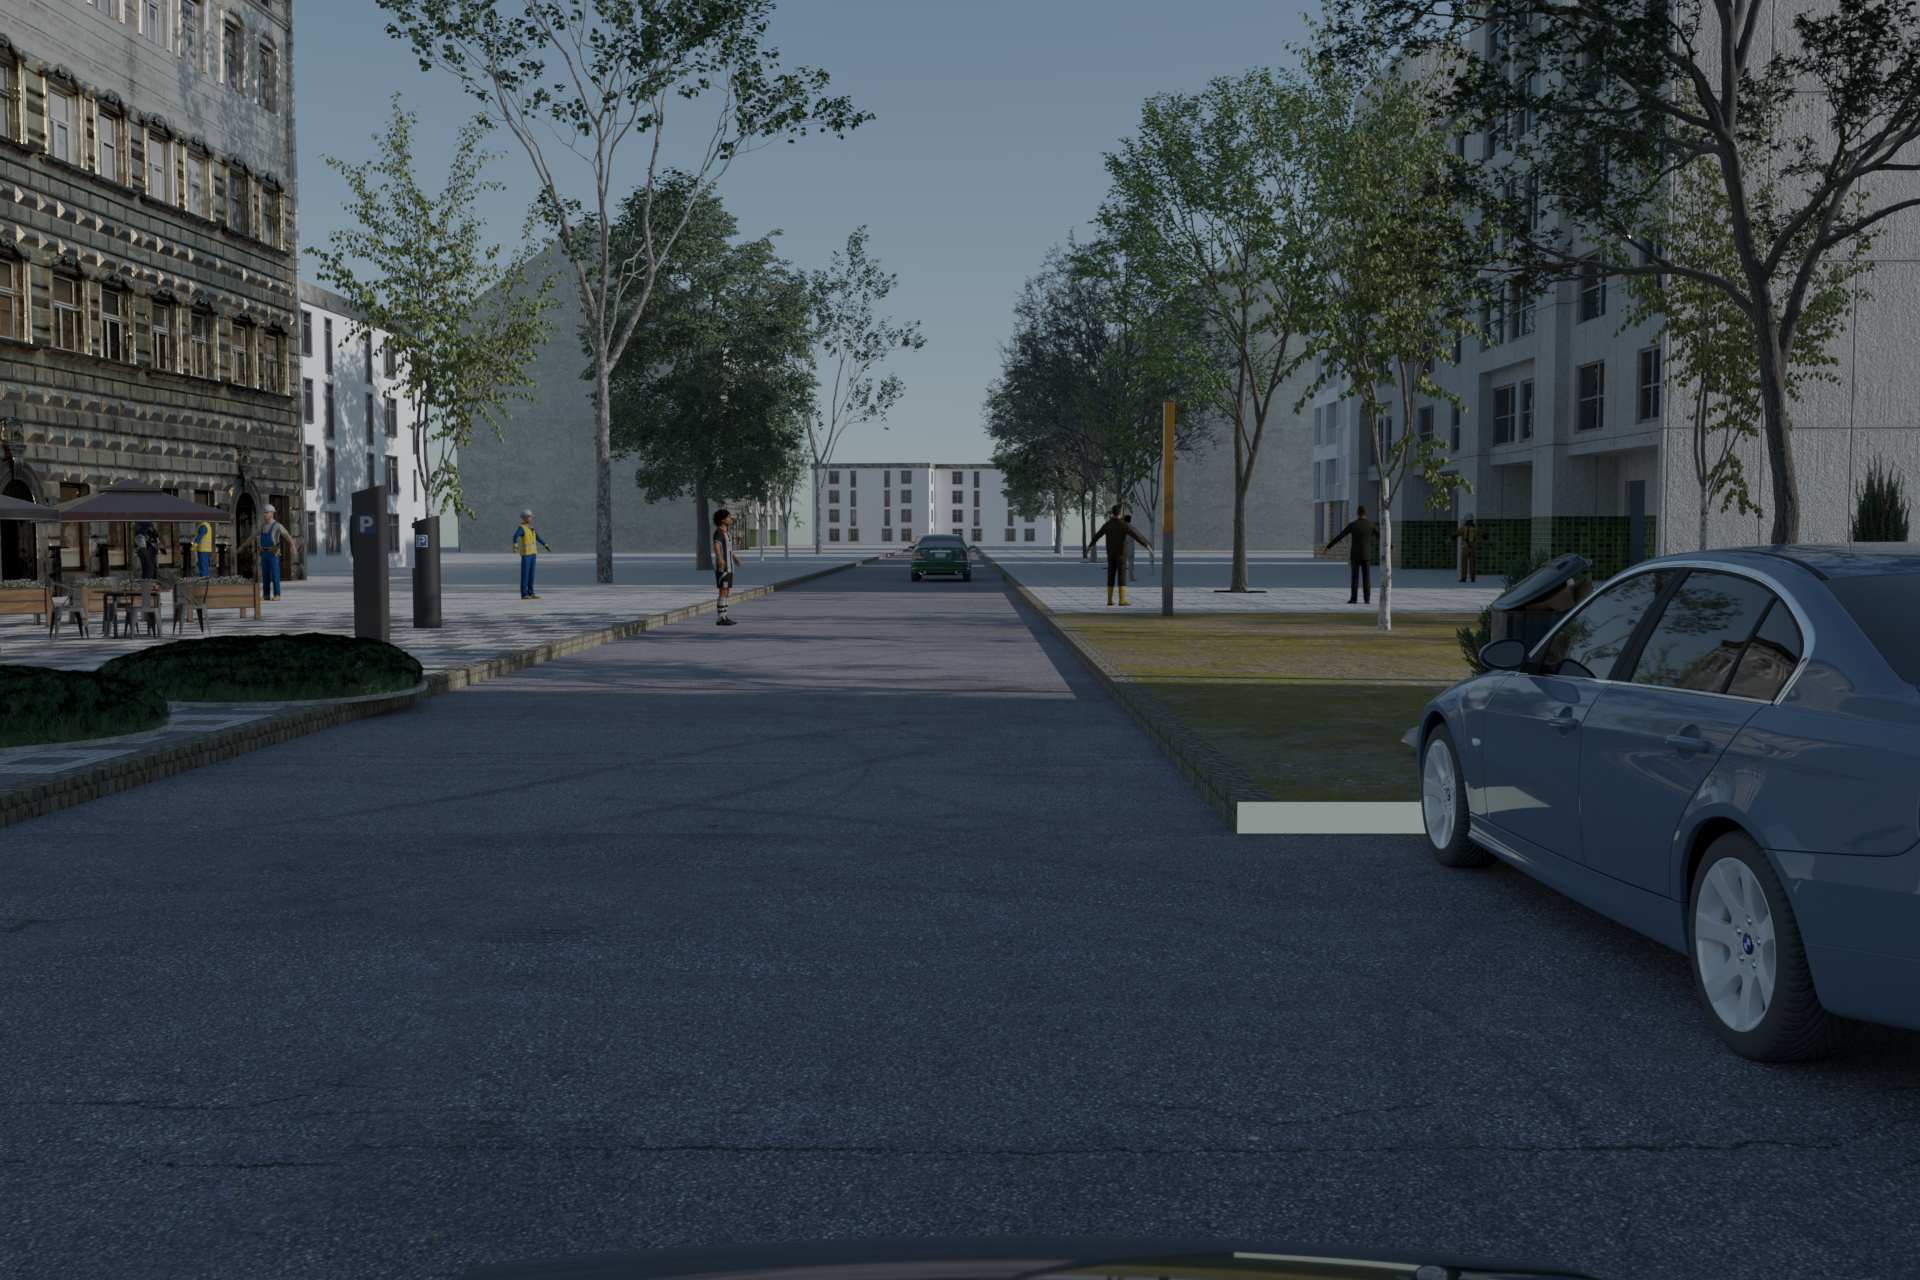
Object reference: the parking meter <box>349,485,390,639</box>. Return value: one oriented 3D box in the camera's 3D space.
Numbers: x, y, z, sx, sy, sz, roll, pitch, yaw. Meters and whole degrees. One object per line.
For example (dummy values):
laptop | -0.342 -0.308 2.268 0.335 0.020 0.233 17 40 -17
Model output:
parking meter | -7.066 -0.919 20.732 0.399 1.863 0.255 0 4 1

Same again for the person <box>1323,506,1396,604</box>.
person | 7.368 -1.569 31.875 1.346 1.802 0.704 0 4 -1

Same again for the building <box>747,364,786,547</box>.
building | -28.340 -19.170 179.891 16.747 18.905 31.486 0 4 1

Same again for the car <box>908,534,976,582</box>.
car | -0.563 -2.550 53.489 2.131 1.459 4.920 0 4 0

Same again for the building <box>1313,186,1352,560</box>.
building | 23.731 -14.278 89.872 16.016 20.090 11.380 0 3 0

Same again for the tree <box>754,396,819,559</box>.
tree | -8.717 -8.395 87.621 4.360 8.622 3.978 0 3 0

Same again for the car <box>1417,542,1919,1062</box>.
car | 2.957 0.367 6.005 2.014 1.417 4.499 0 4 -1

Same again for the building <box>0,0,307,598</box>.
building | -27.439 -12.685 38.332 19.493 23.208 18.063 0 4 1

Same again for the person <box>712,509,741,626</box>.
person | -3.681 -1.136 27.181 0.704 1.843 1.345 0 4 4

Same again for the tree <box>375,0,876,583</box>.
tree | -7.803 -11.532 44.434 12.611 20.169 13.585 0 3 0

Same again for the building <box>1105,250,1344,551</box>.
building | 21.990 -19.039 142.219 19.493 23.208 18.063 0 4 0

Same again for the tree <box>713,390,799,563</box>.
tree | -9.066 -7.801 77.910 4.737 8.622 4.395 0 3 0

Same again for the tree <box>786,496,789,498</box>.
tree | -21.409 -15.193 198.760 4.737 8.622 4.395 0 3 0

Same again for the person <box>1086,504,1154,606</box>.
person | 2.822 -1.521 31.000 1.346 1.812 0.704 2 4 33

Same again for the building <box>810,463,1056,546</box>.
building | -2.861 -15.882 204.269 28.070 9.664 9.099 1 4 9

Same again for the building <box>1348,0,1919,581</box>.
building | 24.454 -11.543 55.182 16.747 18.905 31.486 0 4 0

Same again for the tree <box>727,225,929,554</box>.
tree | -8.326 -15.365 107.102 12.611 20.169 13.585 0 3 0

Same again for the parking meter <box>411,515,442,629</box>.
parking meter | -7.282 -0.931 23.639 0.372 1.533 0.369 0 3 0

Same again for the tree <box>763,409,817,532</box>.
tree | -9.508 -8.900 95.870 4.360 8.622 3.978 0 3 0

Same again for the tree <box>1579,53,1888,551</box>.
tree | 12.012 -4.698 27.178 4.737 8.622 4.395 0 3 0

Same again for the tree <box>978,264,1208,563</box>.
tree | 5.914 -10.183 76.867 12.009 13.543 11.850 0 3 0

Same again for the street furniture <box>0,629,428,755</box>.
street furniture | -8.900 0.232 11.833 10.072 0.657 5.734 -1 4 -17

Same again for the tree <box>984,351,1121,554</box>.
tree | 6.410 -12.650 113.490 9.857 13.997 8.962 0 3 0

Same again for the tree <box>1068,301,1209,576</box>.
tree | 5.765 -6.301 53.390 4.737 8.622 4.395 0 3 0

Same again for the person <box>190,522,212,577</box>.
person | -16.763 -1.976 38.273 0.705 1.833 1.349 -1 4 -14

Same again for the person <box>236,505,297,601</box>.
person | -13.299 -1.681 33.335 1.347 1.847 0.705 1 4 17

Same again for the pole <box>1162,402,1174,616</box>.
pole | 3.242 -2.026 26.967 0.158 3.312 0.155 0 3 0

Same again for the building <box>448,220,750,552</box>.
building | -26.267 -18.338 130.756 19.493 23.208 18.063 0 4 -1

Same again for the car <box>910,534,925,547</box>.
car | -2.046 -5.921 107.039 2.015 1.641 3.980 0 3 0

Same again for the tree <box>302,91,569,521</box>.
tree | -8.977 -4.866 29.926 4.737 8.622 4.395 0 3 0

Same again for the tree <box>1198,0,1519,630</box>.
tree | 5.517 -4.431 22.811 4.737 8.622 4.395 0 3 0

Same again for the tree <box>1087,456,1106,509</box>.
tree | 17.859 -17.053 204.574 9.928 11.665 9.643 0 3 0

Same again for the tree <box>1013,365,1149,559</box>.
tree | 6.233 -9.553 90.606 7.601 10.594 8.767 -1 4 -12

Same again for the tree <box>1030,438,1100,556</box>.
tree | 5.740 -9.280 102.092 4.360 8.622 3.978 0 3 0

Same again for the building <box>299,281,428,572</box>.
building | -26.266 -7.773 69.242 9.099 9.664 28.070 0 4 0

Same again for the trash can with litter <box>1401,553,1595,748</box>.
trash can with litter | 3.126 0.089 9.930 1.055 1.170 0.624 0 4 -2

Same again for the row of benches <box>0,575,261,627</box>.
row of benches | -12.043 -0.575 24.857 4.104 0.672 1.422 -3 5 -43

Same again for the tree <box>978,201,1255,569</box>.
tree | 5.924 -9.354 63.312 12.009 13.543 11.850 0 3 0

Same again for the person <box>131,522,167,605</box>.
person | -14.317 -1.519 30.611 0.705 1.856 1.354 -1 4 -10

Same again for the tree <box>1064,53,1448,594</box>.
tree | 6.287 -6.840 37.589 9.928 11.665 9.643 0 3 0

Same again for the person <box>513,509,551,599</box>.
person | -8.453 -1.693 34.137 0.721 1.772 1.216 1 4 20

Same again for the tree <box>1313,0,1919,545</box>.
tree | 7.018 -4.914 14.756 8.767 10.594 7.601 -1 4 -15

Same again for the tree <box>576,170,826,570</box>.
tree | -9.080 -9.454 61.230 9.857 13.997 8.962 0 3 0

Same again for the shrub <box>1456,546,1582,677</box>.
shrub | 3.783 -0.015 11.358 1.383 1.207 1.383 0 3 0

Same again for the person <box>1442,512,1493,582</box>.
person | 13.507 -2.461 46.013 1.354 1.858 0.705 0 4 -1

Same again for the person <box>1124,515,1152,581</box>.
person | 4.575 -2.503 47.112 1.347 1.806 0.705 2 4 29
